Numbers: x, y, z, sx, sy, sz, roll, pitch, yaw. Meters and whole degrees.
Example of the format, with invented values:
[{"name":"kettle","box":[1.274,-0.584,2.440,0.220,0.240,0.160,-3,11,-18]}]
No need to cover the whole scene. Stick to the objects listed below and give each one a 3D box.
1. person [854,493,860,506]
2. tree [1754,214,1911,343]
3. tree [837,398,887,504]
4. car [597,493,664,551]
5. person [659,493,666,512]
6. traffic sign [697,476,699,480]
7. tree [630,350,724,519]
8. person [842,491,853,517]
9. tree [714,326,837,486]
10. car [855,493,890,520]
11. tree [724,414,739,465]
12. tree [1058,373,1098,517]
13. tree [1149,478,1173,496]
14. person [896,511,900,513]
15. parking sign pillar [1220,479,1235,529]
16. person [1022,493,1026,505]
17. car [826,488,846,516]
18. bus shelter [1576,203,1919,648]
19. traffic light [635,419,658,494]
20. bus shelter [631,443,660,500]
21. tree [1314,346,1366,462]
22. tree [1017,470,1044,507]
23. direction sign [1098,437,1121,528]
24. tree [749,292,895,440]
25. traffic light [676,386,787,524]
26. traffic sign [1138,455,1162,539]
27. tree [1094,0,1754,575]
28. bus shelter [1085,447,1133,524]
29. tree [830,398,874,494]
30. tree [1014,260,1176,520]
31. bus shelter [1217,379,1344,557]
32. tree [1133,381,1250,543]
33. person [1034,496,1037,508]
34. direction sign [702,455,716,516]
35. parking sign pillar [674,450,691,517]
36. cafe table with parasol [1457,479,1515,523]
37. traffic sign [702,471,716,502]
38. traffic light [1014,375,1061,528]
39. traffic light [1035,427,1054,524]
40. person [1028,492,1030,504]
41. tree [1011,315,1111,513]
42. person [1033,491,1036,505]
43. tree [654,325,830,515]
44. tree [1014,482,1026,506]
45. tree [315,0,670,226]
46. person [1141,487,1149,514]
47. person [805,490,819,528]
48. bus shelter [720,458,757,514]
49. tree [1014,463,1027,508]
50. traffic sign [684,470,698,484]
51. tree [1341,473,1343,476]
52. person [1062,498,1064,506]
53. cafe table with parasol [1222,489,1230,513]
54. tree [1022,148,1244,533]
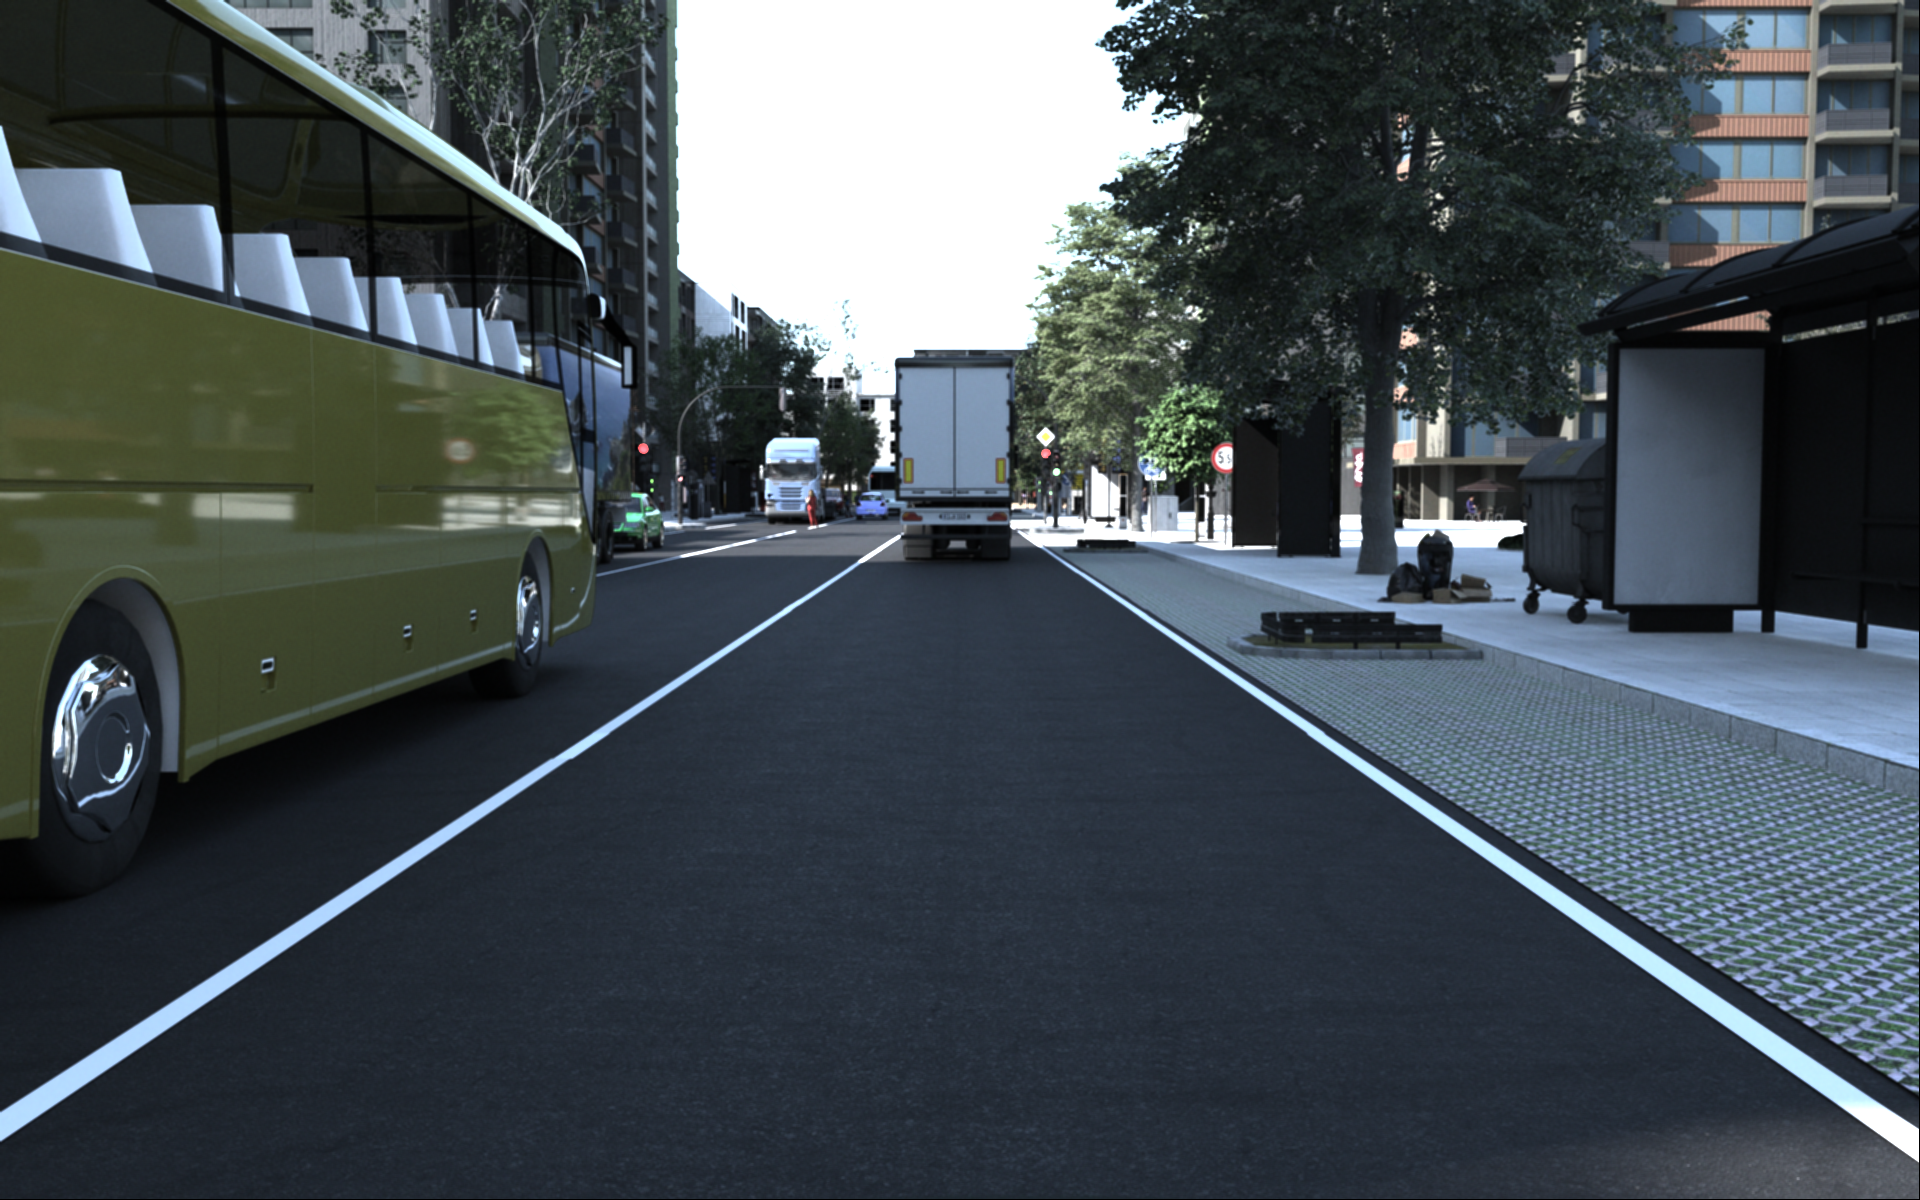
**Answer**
[{"name":"person","box":[-7.684,-7.350,131.372,0.574,1.496,0.600,1,4,22]},{"name":"tree","box":[23.473,-5.884,46.560,4.360,8.622,3.978,0,3,0]},{"name":"tree","box":[-14.063,-19.238,221.203,9.857,13.997,8.962,0,3,0]},{"name":"car","box":[-8.761,-2.191,44.621,1.959,1.807,4.718,0,4,-1]},{"name":"person","box":[-21.546,-7.053,125.263,0.435,1.345,0.340,-2,4,-29]},{"name":"traffic sign","box":[-15.340,-5.972,99.763,0.606,2.300,0.079,0,4,4]},{"name":"tree","box":[-14.615,-8.498,89.307,4.360,8.622,3.978,0,3,0]},{"name":"person","box":[-6.838,-5.846,105.948,0.662,1.594,0.647,-1,4,-22]},{"name":"tree","box":[-14.616,-13.812,132.474,9.857,13.997,8.962,0,3,0]},{"name":"car","box":[-4.953,-5.386,97.653,1.945,1.707,3.694,0,4,0]},{"name":"tree","box":[-18.266,-10.654,124.562,4.360,8.622,3.978,0,3,0]},{"name":"tree","box":[6.503,-9.042,98.194,4.360,8.622,3.978,0,3,0]},{"name":"tree","box":[12.556,-6.947,108.191,1.663,3.219,1.824,0,3,0]},{"name":"person","box":[-4.582,-7.409,129.504,0.599,1.838,0.709,2,4,32]},{"name":"parking sign pillar","box":[10.356,-4.620,64.001,1.447,3.967,1.447,1,4,23]},{"name":"person","box":[7.865,-12.434,212.566,0.697,1.427,0.421,2,4,35]},{"name":"car","box":[-8.808,-6.598,116.543,2.281,1.827,5.304,0,4,-1]},{"name":"bus shelter","box":[6.771,-1.198,13.508,2.014,3.302,5.546,0,3,0]},{"name":"traffic light","box":[-11.807,-4.656,65.051,0.839,4.253,0.868,0,3,0]},{"name":"bus shelter","box":[-15.658,-5.571,82.364,1.731,3.624,6.357,0,3,0]},{"name":"tree","box":[18.155,-8.162,83.808,4.360,8.622,3.978,0,3,0]},{"name":"tree","box":[7.000,-11.431,170.608,4.285,4.588,4.351,0,3,0]},{"name":"direction sign","box":[5.684,-4.524,65.962,0.876,3.537,0.379,0,4,6]},{"name":"tree","box":[-12.908,-18.720,161.960,12.611,20.169,13.585,0,3,0]},{"name":"traffic light","box":[-9.698,-6.018,73.067,4.771,5.953,1.251,0,3,0]},{"name":"traffic sign","box":[5.471,-3.019,49.468,0.768,2.556,0.104,0,4,6]},{"name":"tree","box":[6.818,-7.384,27.384,9.857,13.997,8.962,0,3,0]},{"name":"bus shelter","box":[6.650,-5.013,75.884,2.014,3.302,5.546,0,4,0]},{"name":"tree","box":[-14.174,-15.901,185.733,9.928,11.665,9.643,0,3,0]},{"name":"tree","box":[6.331,-10.268,84.897,9.611,12.733,9.660,0,3,0]},{"name":"bus shelter","box":[6.959,-2.864,38.105,1.731,3.624,6.357,0,3,0]},{"name":"tree","box":[6.326,-3.795,45.767,4.285,4.588,4.351,0,3,0]},{"name":"person","box":[6.972,-8.804,153.182,0.799,1.438,0.628,-3,5,-39]},{"name":"direction sign","box":[-14.520,-6.622,100.274,0.876,3.537,0.379,-3,4,-37]},{"name":"parking sign pillar","box":[-15.490,-6.675,97.610,1.447,3.967,1.447,-1,4,-23]},{"name":"cafe table with parasol","box":[23.415,-4.418,77.101,2.610,1.966,2.610,0,4,7]},{"name":"traffic sign","box":[-13.936,-5.866,95.913,0.884,2.594,0.081,0,4,1]},{"name":"traffic light","box":[1.482,-5.519,64.898,4.771,5.953,1.251,0,3,0]},{"name":"traffic light","box":[3.591,-5.144,73.020,0.839,4.253,0.868,0,3,0]},{"name":"person","box":[8.649,-13.034,219.118,0.705,1.831,1.348,0,4,-3]},{"name":"tree","box":[6.650,-12.596,116.316,12.009,13.543,11.850,0,3,0]},{"name":"person","box":[9.156,-12.613,212.207,0.705,1.831,1.348,0,4,-3]},{"name":"tree","box":[-14.936,-11.044,106.329,9.928,11.665,9.643,0,3,0]},{"name":"tree","box":[6.474,-16.005,187.443,9.928,11.665,9.643,0,3,0]},{"name":"tree","box":[-15.982,-12.180,55.029,12.611,20.169,13.585,0,3,0]},{"name":"person","box":[11.875,-6.368,110.982,0.431,1.722,0.655,3,4,36]},{"name":"person","box":[-6.289,-3.881,73.652,0.593,1.614,0.444,-1,4,-10]},{"name":"bus shelter","box":[-14.953,-7.685,116.940,1.731,3.624,6.357,0,3,0]},{"name":"tree","box":[6.148,-13.024,163.296,4.737,8.622,4.395,0,3,0]},{"name":"traffic sign","box":[-14.295,-5.616,91.921,0.768,2.556,0.104,0,4,8]},{"name":"tree","box":[15.492,-4.913,74.933,1.663,3.219,1.824,0,3,0]},{"name":"person","box":[10.604,-10.631,180.409,0.990,1.755,0.434,2,4,26]},{"name":"cafe table with parasol","box":[15.997,-5.751,98.898,2.610,1.966,2.610,-1,4,-19]},{"name":"tree","box":[5.776,-8.497,57.058,7.486,12.596,7.792,0,3,0]}]
